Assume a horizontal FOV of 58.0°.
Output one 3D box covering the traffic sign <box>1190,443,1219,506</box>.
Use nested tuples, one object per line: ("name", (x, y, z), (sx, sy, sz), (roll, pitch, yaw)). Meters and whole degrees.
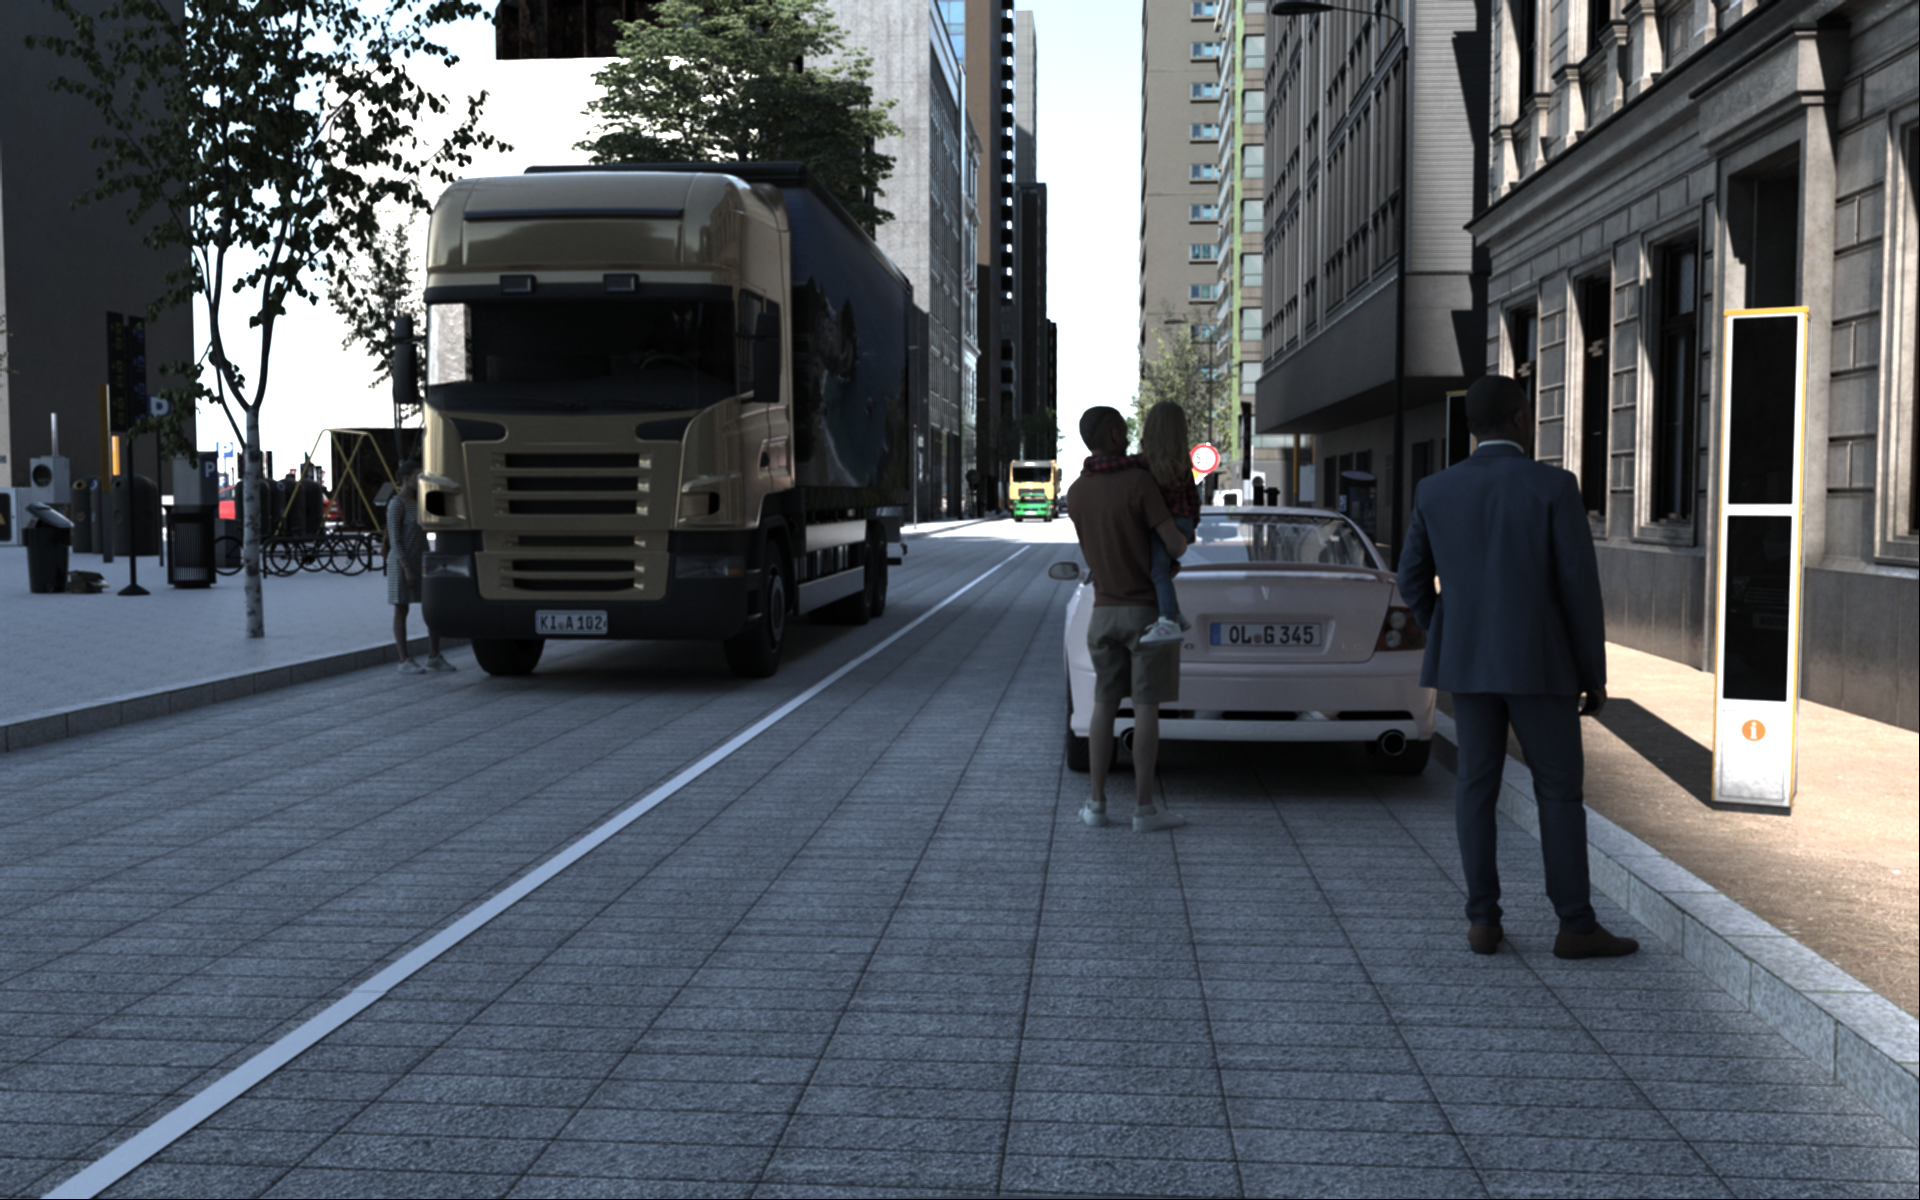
("traffic sign", (6.154, -2.667, 43.707), (0.768, 2.556, 0.104), (1, 4, 14))

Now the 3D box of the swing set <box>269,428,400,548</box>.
("swing set", (-15.075, -2.749, 42.564), (2.862, 2.851, 3.119), (0, 4, 0))

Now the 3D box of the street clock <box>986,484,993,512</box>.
("street clock", (2.122, -7.250, 123.113), (0.471, 2.002, 0.358), (0, 4, 6))

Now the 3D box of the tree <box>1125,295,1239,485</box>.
("tree", (8.321, -6.915, 63.428), (4.360, 8.622, 3.978), (0, 3, 0))

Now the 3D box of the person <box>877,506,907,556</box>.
("person", (-1.557, -1.914, 39.675), (0.818, 1.842, 0.514), (3, 5, 42))

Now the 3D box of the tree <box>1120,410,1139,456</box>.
("tree", (21.373, -17.628, 213.968), (9.928, 11.665, 9.643), (0, 3, 0))

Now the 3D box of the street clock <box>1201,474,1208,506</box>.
("street clock", (8.197, -3.247, 57.655), (0.358, 2.002, 0.471), (0, 4, -3))

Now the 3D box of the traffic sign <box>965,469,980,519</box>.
("traffic sign", (0.644, -5.424, 88.794), (0.768, 2.556, 0.104), (1, 4, 14))

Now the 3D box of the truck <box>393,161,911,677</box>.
("truck", (-2.325, -1.719, 17.012), (2.839, 4.237, 11.283), (0, 4, 5))

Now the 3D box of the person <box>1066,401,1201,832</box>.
("person", (0.767, 0.061, 7.470), (0.580, 1.828, 0.573), (0, 4, -7))

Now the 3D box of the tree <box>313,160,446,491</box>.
("tree", (-12.108, -5.372, 38.187), (4.360, 8.622, 3.978), (0, 3, 0))

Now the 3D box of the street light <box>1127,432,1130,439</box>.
("street light", (13.070, -9.566, 128.947), (1.470, 5.913, 1.316), (0, 4, 5))

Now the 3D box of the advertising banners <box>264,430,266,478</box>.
("advertising banners", (-19.129, -3.154, 47.757), (0.090, 3.025, 2.074), (-1, 4, -20))

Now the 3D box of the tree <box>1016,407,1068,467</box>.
("tree", (8.978, -17.125, 205.753), (9.928, 11.665, 9.643), (0, 3, 0))

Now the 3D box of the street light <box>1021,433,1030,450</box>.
("street light", (4.467, -9.710, 131.305), (1.470, 5.913, 1.316), (0, 4, 5))

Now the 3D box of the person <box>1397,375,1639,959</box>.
("person", (1.730, 0.201, 5.404), (0.721, 1.800, 0.419), (2, 4, 29))

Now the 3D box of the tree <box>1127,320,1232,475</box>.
("tree", (9.047, -7.532, 73.513), (4.737, 8.622, 4.395), (0, 3, 0))

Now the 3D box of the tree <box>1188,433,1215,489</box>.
("tree", (11.055, -6.155, 84.354), (4.285, 4.588, 4.351), (0, 3, 0))

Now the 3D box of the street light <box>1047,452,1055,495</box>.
("street light", (9.418, -13.358, 190.937), (1.470, 5.913, 1.316), (0, 4, 5))

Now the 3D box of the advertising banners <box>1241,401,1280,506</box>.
("advertising banners", (5.806, -2.287, 33.574), (0.090, 3.025, 2.074), (2, 4, 31))

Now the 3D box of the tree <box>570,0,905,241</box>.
("tree", (-4.597, -7.157, 35.137), (7.486, 12.596, 7.792), (0, 3, 0))

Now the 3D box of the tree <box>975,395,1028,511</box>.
("tree", (2.975, -10.870, 128.093), (4.360, 8.622, 3.978), (0, 3, 0))

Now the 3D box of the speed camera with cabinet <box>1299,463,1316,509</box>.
("speed camera with cabinet", (11.347, -3.667, 54.291), (0.660, 3.252, 2.038), (3, 4, 38))

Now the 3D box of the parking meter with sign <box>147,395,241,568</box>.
("parking meter with sign", (-13.376, -2.081, 30.289), (1.738, 3.016, 0.543), (1, 4, 22))

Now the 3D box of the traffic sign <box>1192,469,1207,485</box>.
("traffic sign", (6.254, -2.599, 46.131), (0.795, 2.450, 0.064), (0, 4, 5))

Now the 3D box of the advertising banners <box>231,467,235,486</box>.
("advertising banners", (-46.301, -7.026, 111.061), (0.090, 3.025, 2.074), (0, 4, 0))

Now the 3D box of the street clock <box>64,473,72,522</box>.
("street clock", (-30.212, -3.306, 58.620), (0.358, 2.002, 0.471), (-3, 5, -43))

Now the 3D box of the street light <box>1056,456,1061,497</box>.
("street light", (11.387, -14.757, 213.812), (1.470, 5.913, 1.316), (0, 4, 5))

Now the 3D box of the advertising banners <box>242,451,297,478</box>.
("advertising banners", (-26.558, -4.317, 66.776), (2.074, 3.025, 0.090), (-1, 4, -11))

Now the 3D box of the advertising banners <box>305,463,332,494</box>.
("advertising banners", (-35.644, -6.174, 97.129), (2.074, 3.025, 0.090), (-2, 4, -35))

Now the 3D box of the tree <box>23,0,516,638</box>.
("tree", (-6.278, -3.984, 15.502), (4.737, 8.622, 4.395), (0, 3, 0))

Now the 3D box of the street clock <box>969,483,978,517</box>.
("street clock", (0.744, -5.607, 96.237), (0.471, 2.002, 0.358), (-1, 4, -15))

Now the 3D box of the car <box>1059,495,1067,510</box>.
("car", (9.621, -8.651, 153.810), (2.083, 1.381, 4.827), (0, 4, 6))

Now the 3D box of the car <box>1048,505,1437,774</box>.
("car", (1.556, 0.127, 10.285), (2.083, 1.381, 4.827), (0, 4, 4))

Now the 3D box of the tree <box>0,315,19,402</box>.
("tree", (-27.459, -5.842, 45.872), (4.360, 8.622, 3.978), (0, 3, 0))

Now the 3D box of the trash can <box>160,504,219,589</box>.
("trash can", (-10.483, -0.732, 23.615), (0.748, 1.137, 0.748), (0, 3, 0))

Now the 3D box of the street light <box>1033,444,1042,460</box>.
("street light", (6.973, -11.532, 161.081), (1.470, 5.913, 1.316), (0, 4, 5))

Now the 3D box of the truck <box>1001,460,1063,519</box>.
("truck", (4.400, -6.458, 101.514), (3.469, 3.379, 9.791), (0, 4, 5))

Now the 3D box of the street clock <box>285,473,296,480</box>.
("street clock", (-23.316, -3.411, 60.333), (0.358, 2.002, 0.471), (0, 4, -3))

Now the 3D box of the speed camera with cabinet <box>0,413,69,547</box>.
("speed camera with cabinet", (-22.861, -2.941, 42.417), (2.038, 3.252, 0.660), (1, 4, 14))

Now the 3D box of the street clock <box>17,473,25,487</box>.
("street clock", (-32.237, -3.359, 59.490), (0.358, 2.002, 0.471), (-2, 4, -28))

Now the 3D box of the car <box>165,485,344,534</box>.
("car", (-21.743, -2.731, 53.320), (5.304, 1.827, 2.281), (0, 4, 4))

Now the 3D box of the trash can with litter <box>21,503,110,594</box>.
("trash can with litter", (-11.617, -0.682, 22.537), (1.055, 1.170, 0.624), (0, 4, 7))

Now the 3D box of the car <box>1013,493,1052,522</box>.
("car", (3.763, -4.899, 88.895), (1.959, 1.807, 4.718), (0, 4, 6))

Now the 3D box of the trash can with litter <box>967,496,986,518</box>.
("trash can with litter", (0.902, -5.060, 94.123), (1.055, 1.170, 0.624), (0, 4, -2))

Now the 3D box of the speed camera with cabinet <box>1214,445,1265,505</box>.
("speed camera with cabinet", (11.269, -4.617, 69.827), (2.038, 3.252, 0.660), (-1, 4, -21))

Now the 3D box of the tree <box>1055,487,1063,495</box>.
("tree", (14.644, -16.288, 260.910), (1.663, 3.219, 1.824), (0, 3, 0))

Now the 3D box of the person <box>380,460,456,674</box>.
("person", (-4.394, -0.267, 13.870), (0.522, 1.701, 0.512), (1, 4, 13))
